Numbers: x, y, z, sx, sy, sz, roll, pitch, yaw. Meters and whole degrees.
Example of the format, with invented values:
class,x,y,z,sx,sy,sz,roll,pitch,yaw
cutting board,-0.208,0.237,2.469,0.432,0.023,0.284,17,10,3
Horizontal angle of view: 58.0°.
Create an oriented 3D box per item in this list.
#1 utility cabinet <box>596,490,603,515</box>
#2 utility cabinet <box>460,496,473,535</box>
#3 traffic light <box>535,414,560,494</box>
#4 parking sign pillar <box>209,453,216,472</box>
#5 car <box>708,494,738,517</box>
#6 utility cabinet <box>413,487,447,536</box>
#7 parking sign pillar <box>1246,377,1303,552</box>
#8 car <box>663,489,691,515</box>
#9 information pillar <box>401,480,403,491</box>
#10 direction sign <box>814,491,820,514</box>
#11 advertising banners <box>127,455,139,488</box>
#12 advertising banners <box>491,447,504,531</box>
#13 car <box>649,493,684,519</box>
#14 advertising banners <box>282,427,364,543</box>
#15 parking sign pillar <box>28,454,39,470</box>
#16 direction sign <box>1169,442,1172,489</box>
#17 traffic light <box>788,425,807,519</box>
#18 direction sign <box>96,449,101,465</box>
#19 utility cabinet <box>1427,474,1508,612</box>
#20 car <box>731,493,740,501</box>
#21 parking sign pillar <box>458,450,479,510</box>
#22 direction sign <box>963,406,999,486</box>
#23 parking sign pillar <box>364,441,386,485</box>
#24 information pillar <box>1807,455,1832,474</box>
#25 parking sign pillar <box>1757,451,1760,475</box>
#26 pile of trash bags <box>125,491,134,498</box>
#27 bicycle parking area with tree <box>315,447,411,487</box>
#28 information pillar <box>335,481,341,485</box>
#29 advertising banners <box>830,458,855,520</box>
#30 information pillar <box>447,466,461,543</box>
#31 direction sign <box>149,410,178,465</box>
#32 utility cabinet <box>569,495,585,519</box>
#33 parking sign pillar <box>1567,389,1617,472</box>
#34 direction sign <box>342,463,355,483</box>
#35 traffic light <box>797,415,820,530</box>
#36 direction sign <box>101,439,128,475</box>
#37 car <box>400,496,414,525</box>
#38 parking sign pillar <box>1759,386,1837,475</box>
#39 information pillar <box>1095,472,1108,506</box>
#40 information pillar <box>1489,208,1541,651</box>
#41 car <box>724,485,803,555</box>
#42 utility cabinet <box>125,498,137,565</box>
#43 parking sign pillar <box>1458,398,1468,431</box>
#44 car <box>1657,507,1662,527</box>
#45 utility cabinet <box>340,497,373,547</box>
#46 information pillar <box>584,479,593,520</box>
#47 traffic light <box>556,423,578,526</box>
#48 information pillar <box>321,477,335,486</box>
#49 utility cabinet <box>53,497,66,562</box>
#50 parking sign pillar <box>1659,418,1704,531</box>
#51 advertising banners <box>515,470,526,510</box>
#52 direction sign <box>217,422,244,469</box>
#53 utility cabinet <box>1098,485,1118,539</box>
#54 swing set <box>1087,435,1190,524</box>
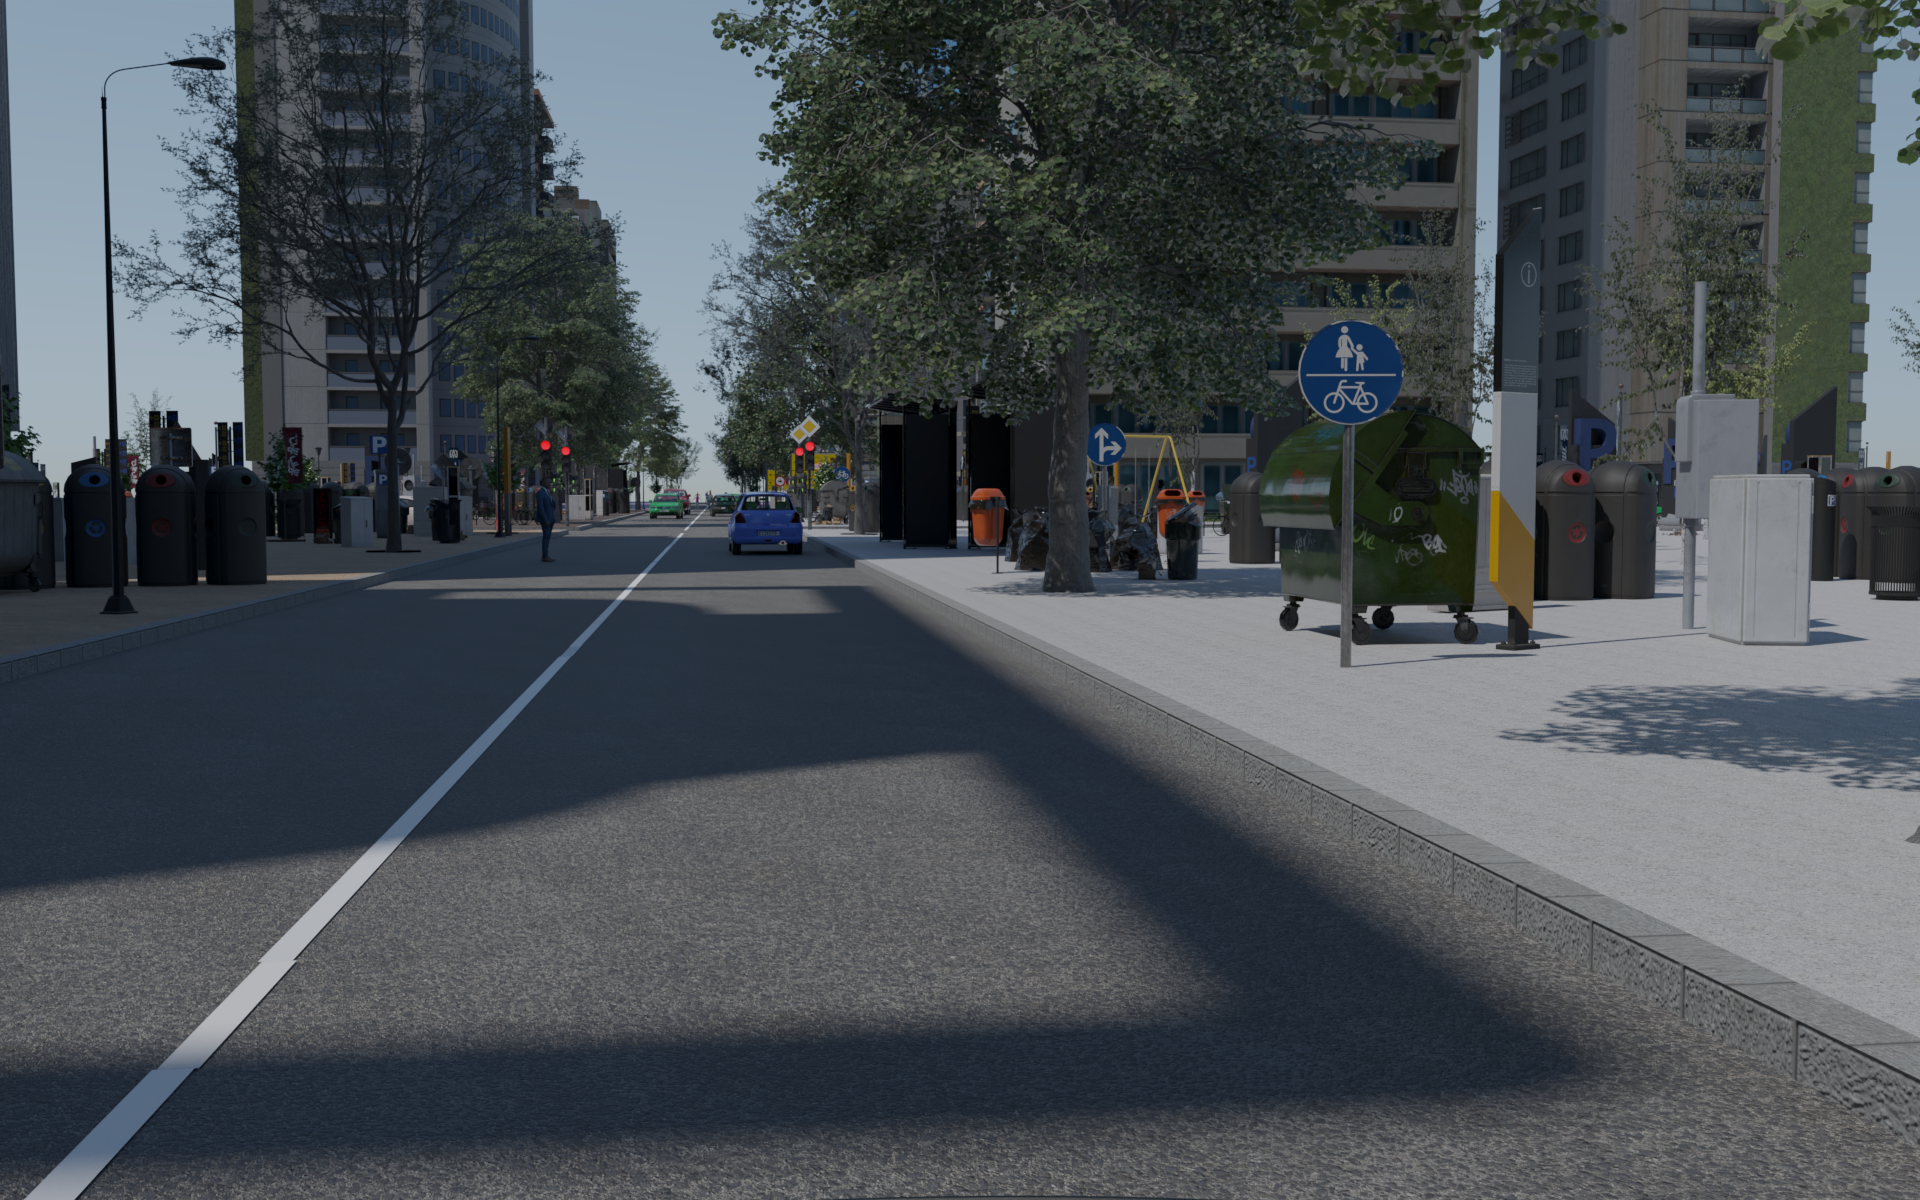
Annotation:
class,x,y,z,sx,sy,sz,roll,pitch,yaw
utility cabinet,-21.205,-5.758,102.826,0.318,1.500,1.173,-2,4,-34
utility cabinet,-15.575,-2.614,53.897,0.306,1.237,1.020,1,4,18
traffic light,-14.478,-4.394,60.755,0.839,4.253,0.868,0,4,-8
parking sign pillar,-48.147,-7.632,113.249,1.447,3.967,1.447,-3,5,-42
car,-15.073,-6.167,110.609,2.009,1.686,4.222,-1,4,-10
utility cabinet,-16.020,-2.681,52.515,1.173,1.500,0.318,2,4,26
parking sign pillar,7.115,-3.105,39.246,1.447,3.967,1.447,-2,4,-29
car,-20.017,-6.911,121.662,2.281,1.827,5.304,0,4,-6
information pillar,-29.754,-5.408,92.908,0.304,2.012,0.304,-2,4,-34
direction sign,-10.570,-8.147,125.195,0.876,3.537,0.379,3,5,41
advertising banners,-36.333,-4.990,77.777,2.074,3.025,0.090,0,4,1
advertising banners,-16.202,-3.941,60.616,0.090,3.025,2.074,-2,4,-25
car,-17.090,-5.631,100.855,1.959,1.807,4.718,0,4,-6
advertising banners,-16.623,-2.998,45.210,2.074,3.025,0.090,0,4,-2
parking sign pillar,-56.778,-7.186,105.962,1.447,3.967,1.447,-3,5,-42
direction sign,9.097,-5.065,74.803,0.379,3.537,0.876,0,4,0
traffic light,-6.503,-4.955,69.935,0.839,4.253,0.868,0,4,-8
direction sign,-42.718,-5.769,86.325,0.379,3.537,0.876,3,5,42
utility cabinet,5.644,-0.628,18.953,1.173,1.500,0.318,-2,4,-34
car,-16.699,-7.202,126.548,1.959,1.807,4.718,0,4,-8
parking sign pillar,-28.276,-6.775,99.240,1.447,3.967,1.447,3,5,43
direction sign,0.585,-3.208,44.441,0.876,3.537,0.379,0,4,-1
parking sign pillar,-29.703,-6.112,88.403,1.447,3.967,1.447,-1,4,-9
information pillar,16.336,-1.742,32.970,0.304,2.012,0.304,-1,4,-21
parking sign pillar,36.284,-5.511,78.574,1.447,3.967,1.447,2,4,31
pile of trash bags,-49.481,-5.872,105.759,3.447,1.369,1.912,3,5,44
bicycle parking area with tree,-36.779,-7.321,106.699,8.231,4.147,9.016,0,4,-1
information pillar,-36.273,-5.902,100.994,0.304,2.012,0.304,3,4,38
advertising banners,-5.706,-5.399,84.455,0.090,3.025,2.074,2,4,33
information pillar,-13.357,-2.520,45.700,0.304,2.012,0.304,-1,4,-12
direction sign,-21.594,-3.367,47.053,0.876,3.537,0.379,1,4,11
utility cabinet,-19.567,-4.736,88.602,1.020,1.237,0.306,1,4,13
parking sign pillar,16.358,-3.439,44.696,1.447,3.967,1.447,-1,4,-14
direction sign,-44.647,-8.233,126.599,0.876,3.537,0.379,-2,4,-28
traffic light,-5.406,-4.471,62.025,0.839,4.253,0.868,0,4,-8
direction sign,-34.604,-4.838,71.101,0.876,3.537,0.379,0,4,-1
car,-20.817,-3.117,63.324,4.827,1.381,2.083,0,4,-8
parking sign pillar,21.130,-3.345,43.167,1.447,3.967,1.447,-1,4,-17
information pillar,4.625,-3.188,56.616,0.304,2.012,0.304,-2,4,-25
information pillar,4.546,-1.395,14.163,0.504,3.616,0.183,-2,4,-35
car,-4.775,-1.995,42.209,1.945,1.707,3.694,-1,4,-9
utility cabinet,-15.362,-1.229,31.248,1.020,1.237,0.306,-3,5,-42
parking sign pillar,13.614,-3.608,47.464,1.447,3.967,1.447,1,4,22
car,26.590,-3.738,69.914,4.718,1.807,1.959,-1,4,-8
utility cabinet,-14.688,-1.899,42.209,0.306,1.237,1.020,1,4,11
information pillar,-18.173,-4.913,84.824,0.304,2.012,0.304,1,4,15
traffic light,-15.575,-4.877,68.665,0.839,4.253,0.868,0,4,-8
information pillar,-27.482,-4.321,75.143,0.304,2.012,0.304,1,4,10
utility cabinet,-17.404,-1.347,33.188,1.020,1.237,0.306,2,4,27
parking sign pillar,25.225,-4.404,60.475,1.447,3.967,1.447,-2,4,-34
advertising banners,-32.529,-7.945,126.091,2.074,3.025,0.090,1,4,9
direction sign,-22.874,-3.815,54.378,0.876,3.537,0.379,1,4,11
utility cabinet,3.677,-2.093,42.892,0.318,1.500,1.173,1,4,16
swing set,4.487,-2.961,46.024,3.119,2.851,2.862,-2,4,-30
